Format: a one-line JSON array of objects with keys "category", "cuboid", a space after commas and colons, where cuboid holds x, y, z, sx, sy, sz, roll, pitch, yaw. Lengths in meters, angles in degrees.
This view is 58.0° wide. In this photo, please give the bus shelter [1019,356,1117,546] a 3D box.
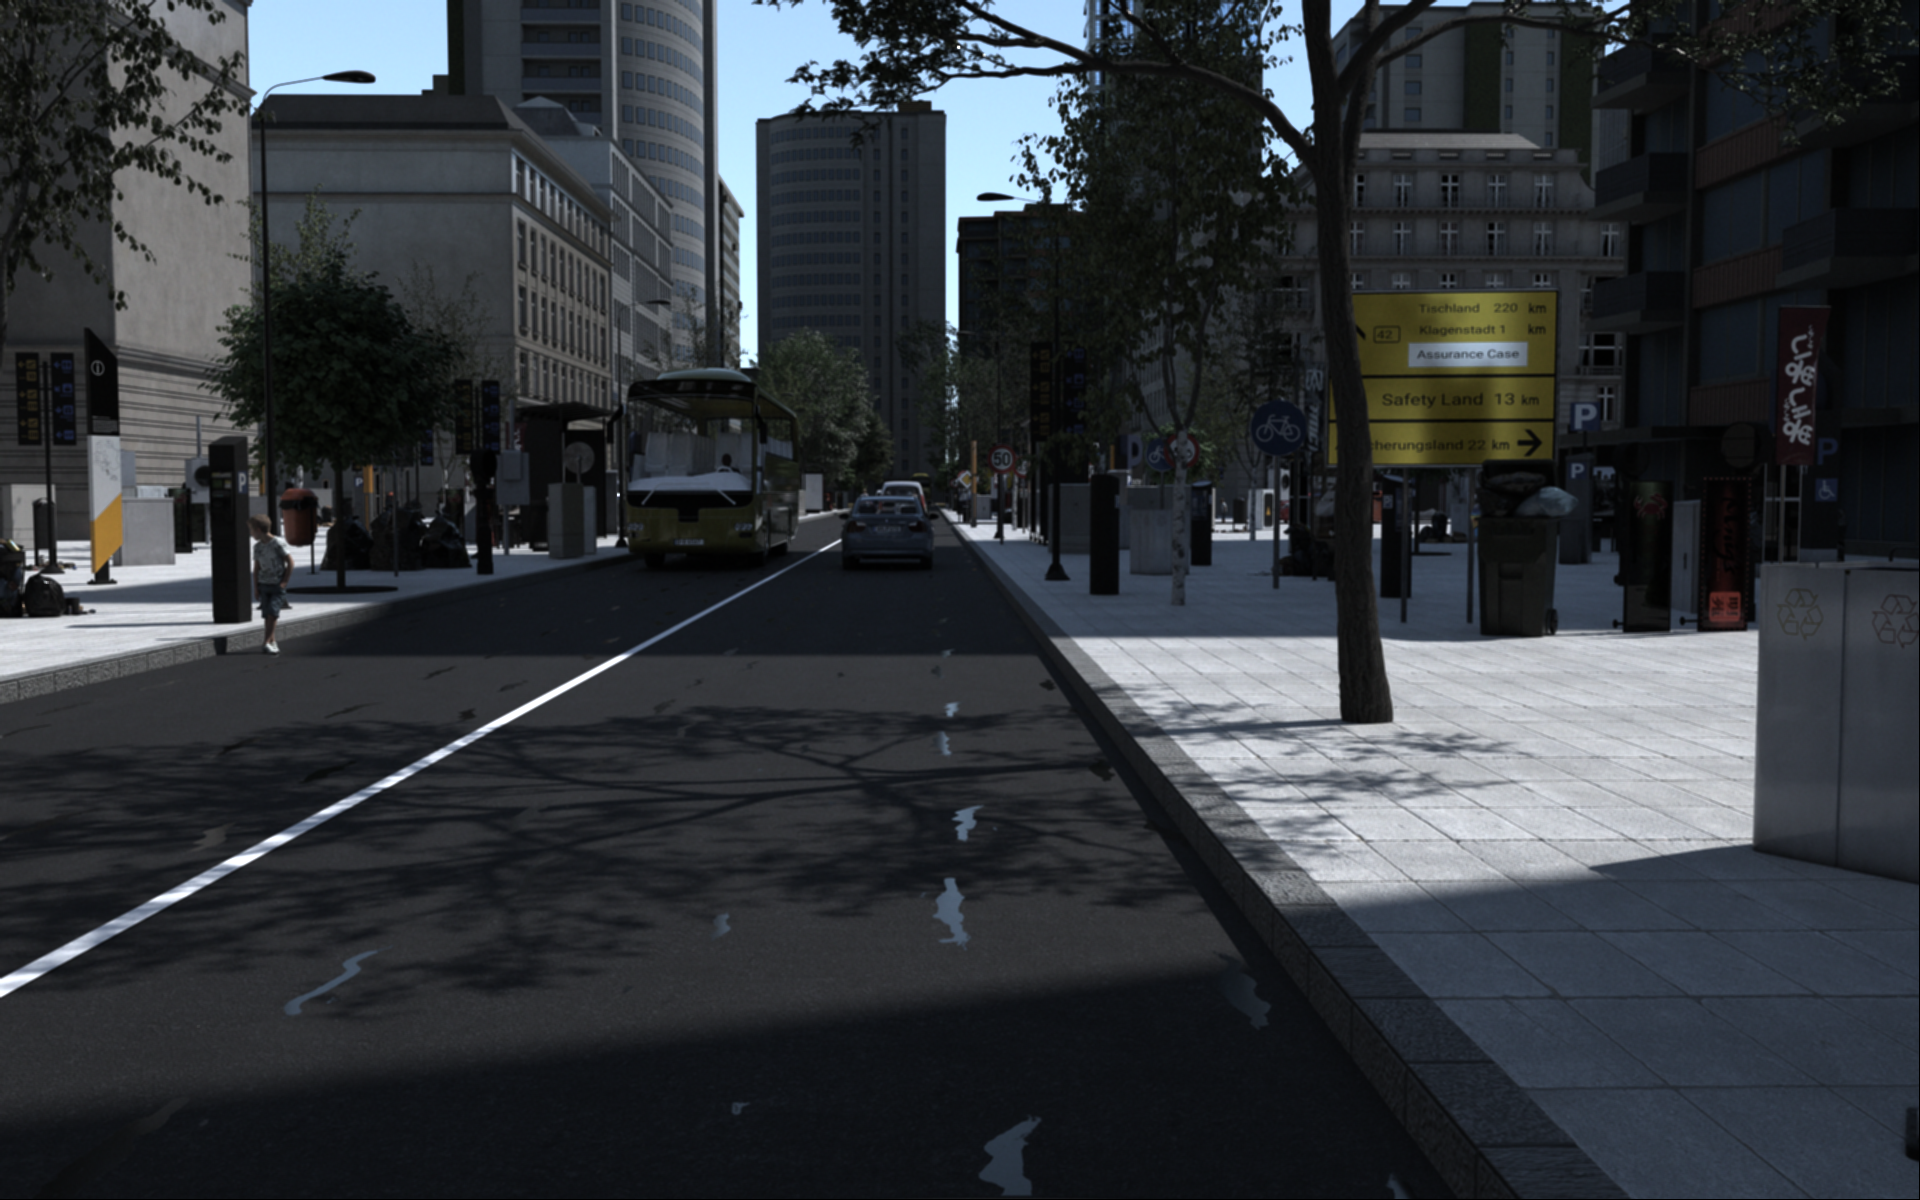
[{"category": "bus shelter", "cuboid": [2.765, -4.230, 46.786, 2.179, 5.291, 8.768, 0, 4, -1]}]

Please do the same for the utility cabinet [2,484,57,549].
[{"category": "utility cabinet", "cuboid": [-21.408, -1.905, 39.833, 0.318, 1.500, 1.173, 1, 4, 21]}]

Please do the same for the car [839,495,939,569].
[{"category": "car", "cuboid": [-1.415, -1.366, 34.333, 2.014, 1.417, 4.499, 0, 4, -1]}]

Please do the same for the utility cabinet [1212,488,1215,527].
[{"category": "utility cabinet", "cuboid": [9.132, -3.513, 66.119, 1.173, 1.500, 0.318, 2, 4, 29]}]

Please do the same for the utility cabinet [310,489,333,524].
[{"category": "utility cabinet", "cuboid": [-26.851, -3.891, 72.302, 1.173, 1.500, 0.318, -2, 4, -33]}]

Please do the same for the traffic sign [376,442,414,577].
[{"category": "traffic sign", "cuboid": [-8.760, -1.512, 26.856, 0.606, 2.300, 0.079, 0, 4, 2]}]

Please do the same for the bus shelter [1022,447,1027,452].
[{"category": "bus shelter", "cuboid": [4.138, -5.957, 88.676, 1.731, 3.624, 6.357, 0, 4, -1]}]

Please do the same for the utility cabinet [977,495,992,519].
[{"category": "utility cabinet", "cuboid": [1.089, -4.683, 87.723, 1.020, 1.237, 0.306, 1, 4, 20]}]

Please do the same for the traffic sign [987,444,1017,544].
[{"category": "traffic sign", "cuboid": [1.064, -2.687, 44.030, 0.768, 2.556, 0.104, 0, 4, -1]}]

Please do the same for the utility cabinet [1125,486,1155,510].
[{"category": "utility cabinet", "cuboid": [5.133, -2.369, 47.411, 1.173, 1.500, 0.318, 0, 4, -2]}]

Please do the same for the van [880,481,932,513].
[{"category": "van", "cuboid": [-1.945, -3.152, 58.547, 2.013, 2.044, 4.112, 0, 4, -1]}]

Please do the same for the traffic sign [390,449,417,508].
[{"category": "traffic sign", "cuboid": [-12.729, -2.403, 39.397, 0.768, 2.556, 0.104, 1, 4, 8]}]

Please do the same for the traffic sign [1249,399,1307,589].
[{"category": "traffic sign", "cuboid": [4.294, -1.428, 23.450, 0.768, 2.556, 0.104, 0, 4, 4]}]

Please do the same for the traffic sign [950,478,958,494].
[{"category": "traffic sign", "cuboid": [-0.413, -8.503, 139.124, 0.768, 2.556, 0.104, 0, 4, 3]}]

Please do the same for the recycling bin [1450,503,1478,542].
[{"category": "recycling bin", "cuboid": [13.657, -2.090, 46.723, 0.722, 1.027, 0.722, 2, 4, 25]}]

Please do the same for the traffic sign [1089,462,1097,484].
[{"category": "traffic sign", "cuboid": [5.153, -4.202, 68.808, 0.768, 2.556, 0.104, 0, 4, 7]}]

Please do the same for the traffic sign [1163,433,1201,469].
[{"category": "traffic sign", "cuboid": [4.563, -2.178, 35.710, 0.768, 2.556, 0.104, 0, 4, 1]}]

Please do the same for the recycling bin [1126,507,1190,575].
[{"category": "recycling bin", "cuboid": [3.194, -0.927, 27.716, 0.722, 1.027, 0.722, -2, 4, -25]}]

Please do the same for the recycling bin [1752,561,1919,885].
[{"category": "recycling bin", "cuboid": [3.323, 0.396, 6.078, 0.722, 1.027, 0.722, -2, 4, -29]}]

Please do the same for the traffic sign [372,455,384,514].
[{"category": "traffic sign", "cuboid": [-11.294, -2.061, 33.801, 0.768, 2.556, 0.104, 0, 4, 4]}]

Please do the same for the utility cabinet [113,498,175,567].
[{"category": "utility cabinet", "cuboid": [-14.657, -1.218, 31.077, 0.306, 1.237, 1.020, 3, 4, 36]}]

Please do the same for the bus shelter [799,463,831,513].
[{"category": "bus shelter", "cuboid": [-9.883, -7.547, 117.311, 2.014, 3.302, 5.546, 0, 4, -1]}]

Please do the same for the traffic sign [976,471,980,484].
[{"category": "traffic sign", "cuboid": [0.767, -5.470, 89.433, 0.884, 2.594, 0.081, 0, 4, 2]}]

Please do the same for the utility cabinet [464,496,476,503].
[{"category": "utility cabinet", "cuboid": [-19.628, -3.581, 69.711, 1.020, 1.237, 0.306, 1, 4, 14]}]

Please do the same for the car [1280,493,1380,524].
[{"category": "car", "cuboid": [16.117, -4.081, 75.757, 4.494, 1.783, 2.155, 0, 4, -1]}]

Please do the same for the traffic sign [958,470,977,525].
[{"category": "traffic sign", "cuboid": [0.302, -4.193, 72.204, 0.795, 2.450, 0.064, 0, 4, -1]}]

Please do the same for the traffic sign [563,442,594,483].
[{"category": "traffic sign", "cuboid": [-9.333, -2.587, 42.399, 0.768, 2.556, 0.104, 0, 4, 0]}]

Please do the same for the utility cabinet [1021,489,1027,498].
[{"category": "utility cabinet", "cuboid": [3.395, -4.358, 79.930, 1.173, 1.500, 0.318, -2, 4, -33]}]

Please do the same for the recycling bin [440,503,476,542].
[{"category": "recycling bin", "cuboid": [-13.518, -2.089, 46.703, 0.722, 1.027, 0.722, 2, 4, 30]}]

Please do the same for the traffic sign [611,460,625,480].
[{"category": "traffic sign", "cuboid": [-12.568, -3.929, 64.349, 0.768, 2.556, 0.104, 0, 4, -1]}]

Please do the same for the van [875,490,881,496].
[{"category": "van", "cuboid": [-7.446, -9.844, 167.968, 2.013, 2.044, 4.112, 0, 4, -3]}]

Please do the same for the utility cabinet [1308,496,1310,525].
[{"category": "utility cabinet", "cuboid": [14.347, -3.511, 68.571, 1.020, 1.237, 0.306, 0, 4, 8]}]

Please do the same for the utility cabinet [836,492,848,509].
[{"category": "utility cabinet", "cuboid": [-10.257, -8.643, 149.999, 0.318, 1.500, 1.173, 3, 5, 43]}]

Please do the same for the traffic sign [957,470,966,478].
[{"category": "traffic sign", "cuboid": [0.238, -5.673, 92.855, 0.768, 2.556, 0.104, 0, 3, 0]}]

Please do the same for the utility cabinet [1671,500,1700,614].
[{"category": "utility cabinet", "cuboid": [8.069, -0.481, 19.028, 0.306, 1.237, 1.020, 1, 4, 11]}]

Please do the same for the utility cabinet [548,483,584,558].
[{"category": "utility cabinet", "cuboid": [-7.885, -1.588, 34.649, 0.318, 1.500, 1.173, 0, 4, 8]}]

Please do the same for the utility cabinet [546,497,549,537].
[{"category": "utility cabinet", "cuboid": [-9.501, -1.885, 41.980, 1.020, 1.237, 0.306, 1, 4, 15]}]

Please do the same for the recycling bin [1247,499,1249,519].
[{"category": "recycling bin", "cuboid": [14.943, -4.601, 87.779, 0.722, 1.027, 0.722, -1, 4, -21]}]

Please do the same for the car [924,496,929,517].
[{"category": "car", "cuboid": [-2.579, -5.274, 96.023, 2.009, 1.686, 4.222, 0, 3, 0]}]

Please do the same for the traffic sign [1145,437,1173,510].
[{"category": "traffic sign", "cuboid": [4.528, -2.366, 38.792, 0.768, 2.556, 0.104, 0, 4, 6]}]

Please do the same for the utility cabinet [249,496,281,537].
[{"category": "utility cabinet", "cuboid": [-21.111, -2.524, 52.426, 1.020, 1.237, 0.306, -1, 4, -18]}]

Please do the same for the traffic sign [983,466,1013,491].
[{"category": "traffic sign", "cuboid": [2.836, -8.144, 127.023, 2.265, 3.308, 0.079, 0, 4, 5]}]

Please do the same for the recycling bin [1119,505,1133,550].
[{"category": "recycling bin", "cuboid": [3.531, -1.694, 40.244, 0.722, 1.027, 0.722, 3, 5, 41]}]

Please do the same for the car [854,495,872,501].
[{"category": "car", "cuboid": [-7.651, -7.896, 141.671, 1.945, 1.354, 3.894, 0, 4, -2]}]

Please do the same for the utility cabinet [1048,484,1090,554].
[{"category": "utility cabinet", "cuboid": [2.460, -1.733, 37.017, 1.173, 1.500, 0.318, 2, 4, 32]}]

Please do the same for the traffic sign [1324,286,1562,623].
[{"category": "traffic sign", "cuboid": [4.759, -1.426, 17.184, 2.265, 3.308, 0.079, 0, 4, 6]}]

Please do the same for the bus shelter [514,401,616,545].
[{"category": "bus shelter", "cuboid": [-10.669, -3.409, 47.025, 1.731, 3.624, 6.357, 0, 4, -1]}]

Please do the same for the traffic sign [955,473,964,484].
[{"category": "traffic sign", "cuboid": [0.150, -4.682, 80.187, 0.795, 2.450, 0.064, 0, 4, -1]}]

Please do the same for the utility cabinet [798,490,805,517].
[{"category": "utility cabinet", "cuboid": [-9.115, -5.418, 97.268, 0.318, 1.500, 1.173, 2, 4, 28]}]

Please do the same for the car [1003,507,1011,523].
[{"category": "car", "cuboid": [3.951, -4.146, 77.570, 4.222, 1.686, 2.009, 0, 3, 0]}]

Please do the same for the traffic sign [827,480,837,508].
[{"category": "traffic sign", "cuboid": [-10.251, -8.508, 139.106, 0.884, 2.594, 0.081, 0, 4, 4]}]

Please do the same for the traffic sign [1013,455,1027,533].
[{"category": "traffic sign", "cuboid": [2.082, -3.439, 56.335, 0.768, 2.556, 0.104, 0, 3, 0]}]
